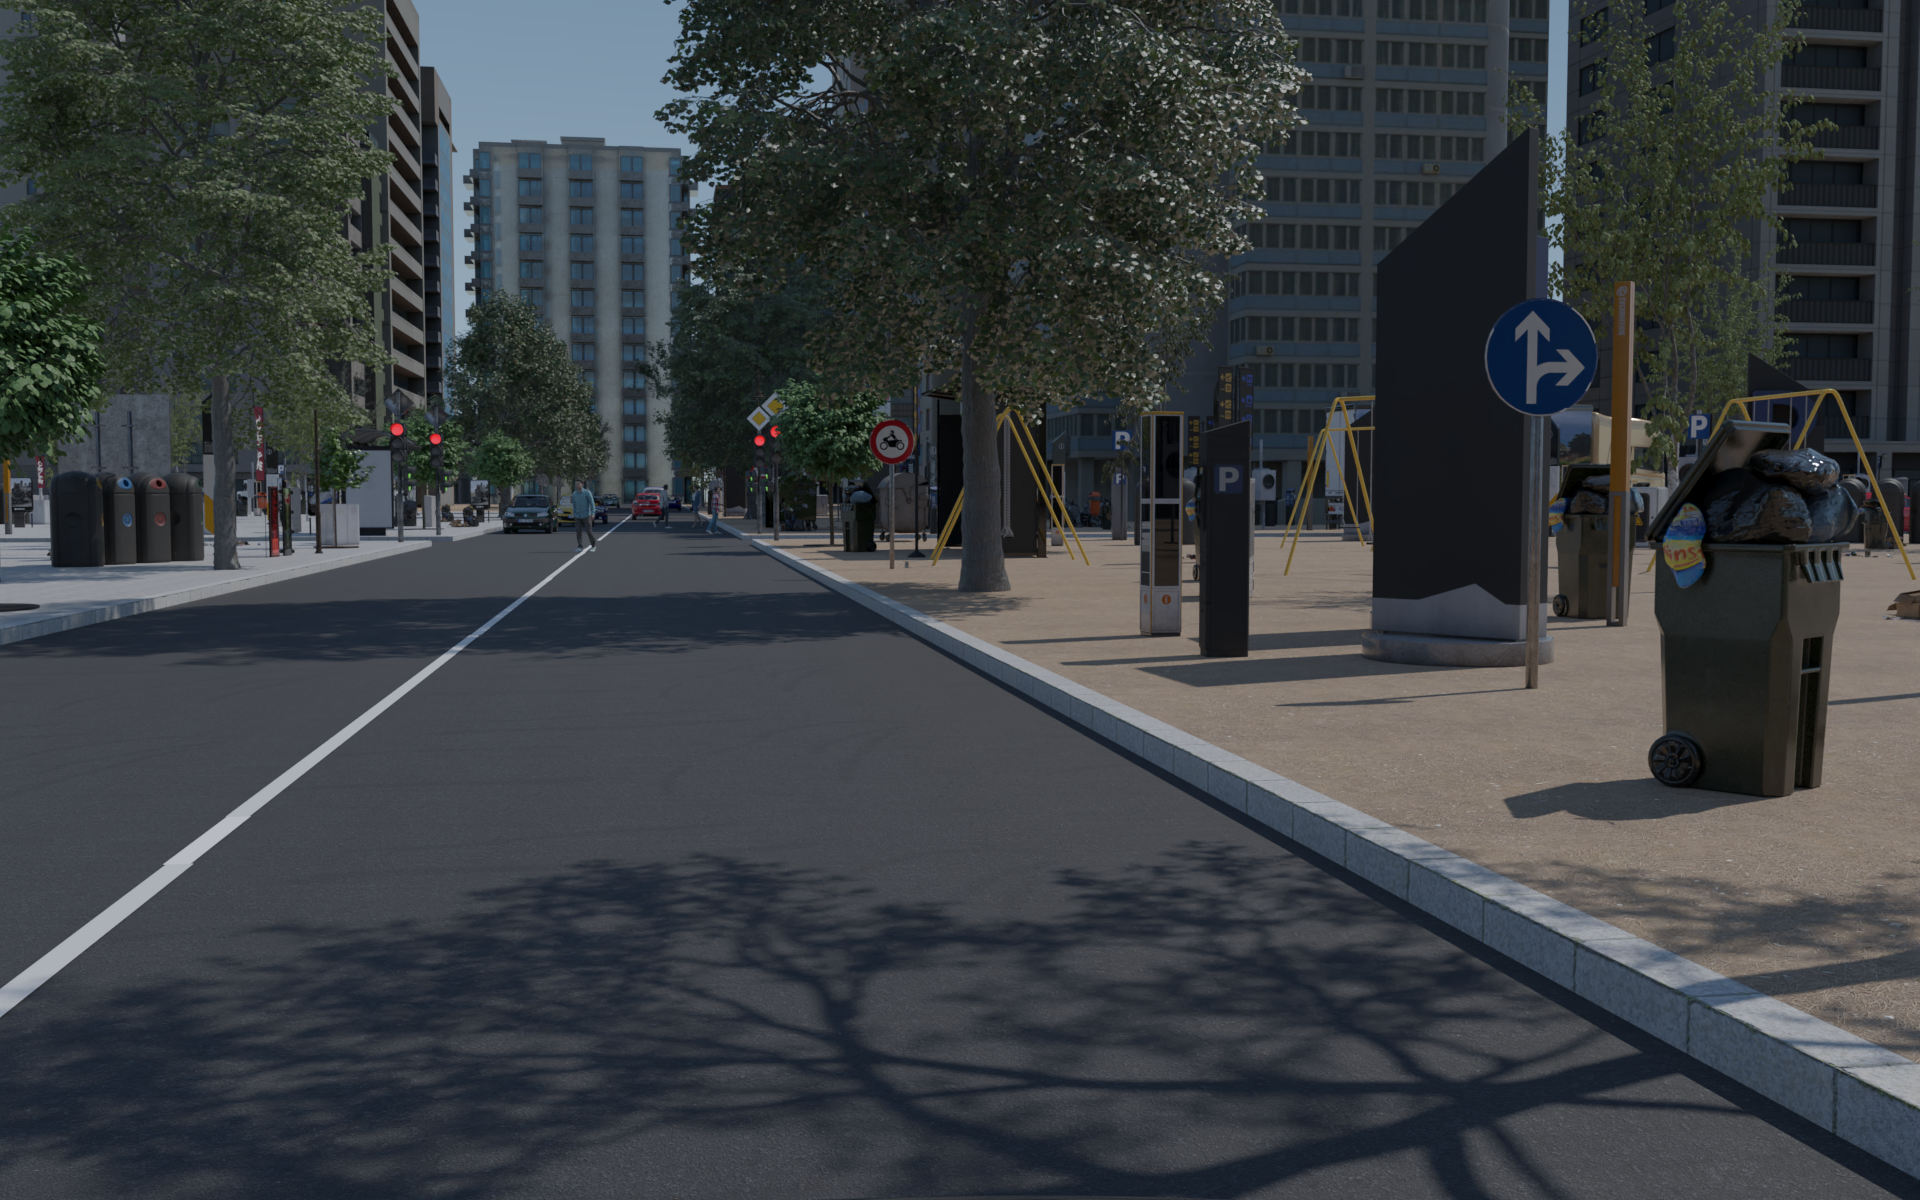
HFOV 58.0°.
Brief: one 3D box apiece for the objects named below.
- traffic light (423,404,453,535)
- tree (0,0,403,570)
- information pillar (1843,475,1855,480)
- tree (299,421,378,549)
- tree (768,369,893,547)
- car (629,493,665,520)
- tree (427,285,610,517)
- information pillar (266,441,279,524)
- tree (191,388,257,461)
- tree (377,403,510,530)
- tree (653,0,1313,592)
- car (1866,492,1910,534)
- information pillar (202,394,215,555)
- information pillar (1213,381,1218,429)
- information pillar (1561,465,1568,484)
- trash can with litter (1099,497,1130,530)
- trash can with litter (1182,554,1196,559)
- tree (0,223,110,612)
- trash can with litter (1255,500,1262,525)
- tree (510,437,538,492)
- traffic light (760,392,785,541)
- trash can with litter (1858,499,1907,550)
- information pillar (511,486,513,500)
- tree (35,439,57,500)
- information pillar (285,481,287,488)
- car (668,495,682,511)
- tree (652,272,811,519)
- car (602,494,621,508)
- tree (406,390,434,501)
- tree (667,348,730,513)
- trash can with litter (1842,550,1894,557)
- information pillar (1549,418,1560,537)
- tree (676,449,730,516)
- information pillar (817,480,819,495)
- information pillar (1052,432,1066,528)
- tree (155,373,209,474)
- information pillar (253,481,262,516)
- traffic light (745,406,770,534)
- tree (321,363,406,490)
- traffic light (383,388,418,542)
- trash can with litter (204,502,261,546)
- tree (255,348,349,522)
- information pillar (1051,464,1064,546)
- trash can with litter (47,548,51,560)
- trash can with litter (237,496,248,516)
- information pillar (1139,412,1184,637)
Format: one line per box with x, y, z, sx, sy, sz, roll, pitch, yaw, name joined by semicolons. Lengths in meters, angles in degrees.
-16.209;-3.967;53.780;0.839;4.253;0.868;-1;4;-10;traffic light
-12.705;-6.764;28.713;7.486;12.596;7.792;0;3;0;tree
33.645;-3.737;65.594;0.304;2.012;0.304;-1;4;-18;information pillar
-14.756;-2.831;40.882;1.663;3.219;1.824;0;3;0;tree
-3.116;-3.609;42.726;4.285;4.588;4.351;0;3;0;tree
-17.360;-5.346;96.443;2.155;1.783;4.494;-1;4;-10;car
-24.949;-10.905;95.305;9.611;12.733;9.660;0;3;0;tree
-29.048;-5.003;73.151;0.504;3.616;0.183;0;4;-6;information pillar
-50.382;-10.326;119.191;4.360;8.622;3.978;0;3;0;tree
-19.384;-4.834;62.748;4.285;4.588;4.351;0;3;0;tree
0.328;-7.081;22.435;9.857;13.997;8.962;0;3;0;tree
30.772;-2.967;57.543;4.494;1.783;2.155;-1;4;-12;car
-15.663;-2.760;36.480;0.504;3.616;0.183;-1;4;-8;information pillar
4.870;-2.515;32.475;0.183;3.616;0.504;-1;4;-12;information pillar
15.409;-2.404;43.794;0.304;2.012;0.304;-3;5;-41;information pillar
5.569;-3.108;62.204;1.055;1.170;0.624;0;4;-6;trash can with litter
4.884;-1.432;34.467;2.233;1.210;1.678;-1;4;-12;trash can with litter
-11.017;-2.167;19.137;4.285;4.588;4.351;0;3;0;tree
11.960;-3.631;70.749;0.624;1.170;1.055;3;4;38;trash can with litter
-22.420;-6.186;84.853;4.285;4.588;4.351;0;3;0;tree
-5.078;-3.590;47.619;0.839;4.253;0.868;-1;4;-10;traffic light
21.419;-1.765;40.240;1.055;1.170;0.624;-1;4;-20;trash can with litter
-28.136;-7.179;108.735;0.183;3.616;0.504;0;4;-5;information pillar
-47.549;-8.749;93.405;4.737;8.622;4.395;0;3;0;tree
-36.910;-5.505;94.497;0.304;2.012;0.304;0;4;4;information pillar
-24.118;-8.064;144.422;1.945;1.354;3.894;-1;4;-10;car
-10.669;-10.431;87.551;9.611;12.733;9.660;0;3;0;tree
-35.355;-9.992;175.167;2.131;1.459;4.920;-1;4;-10;car
-38.557;-10.480;121.714;4.360;8.622;3.978;0;3;0;tree
-16.427;-12.333;119.767;7.486;12.596;7.792;0;3;0;tree
17.928;-1.500;35.582;2.233;1.210;1.678;2;4;34;trash can with litter
17.634;-3.683;51.567;0.183;3.616;0.504;-2;4;-24;information pillar
-14.104;-9.335;102.995;4.737;8.622;4.395;0;3;0;tree
-9.924;-7.871;120.052;0.183;3.616;0.504;-3;5;-40;information pillar
3.709;-4.494;64.826;0.504;3.616;0.183;-1;4;-13;information pillar
-46.429;-9.326;102.850;4.737;8.622;4.395;0;3;0;tree
-40.991;-5.907;101.066;0.304;2.012;0.304;2;4;33;information pillar
-6.446;-4.071;55.487;0.839;4.253;0.868;-1;4;-10;traffic light
-34.707;-9.050;98.335;4.360;8.622;3.978;0;3;0;tree
-14.841;-3.486;45.912;0.839;4.253;0.868;-1;4;-10;traffic light
-18.289;-1.954;43.013;1.678;1.210;2.233;-1;4;-13;trash can with litter
-33.833;-8.476;88.939;4.737;8.622;4.395;0;3;0;tree
2.413;-2.342;42.783;0.304;2.012;0.304;0;4;7;information pillar
-17.454;-1.368;33.754;1.055;1.170;0.624;2;4;33;trash can with litter
-42.026;-5.509;101.463;0.624;1.170;1.055;-1;4;-21;trash can with litter
1.815;-0.681;15.629;0.304;2.012;0.304;-1;4;-14;information pillar
